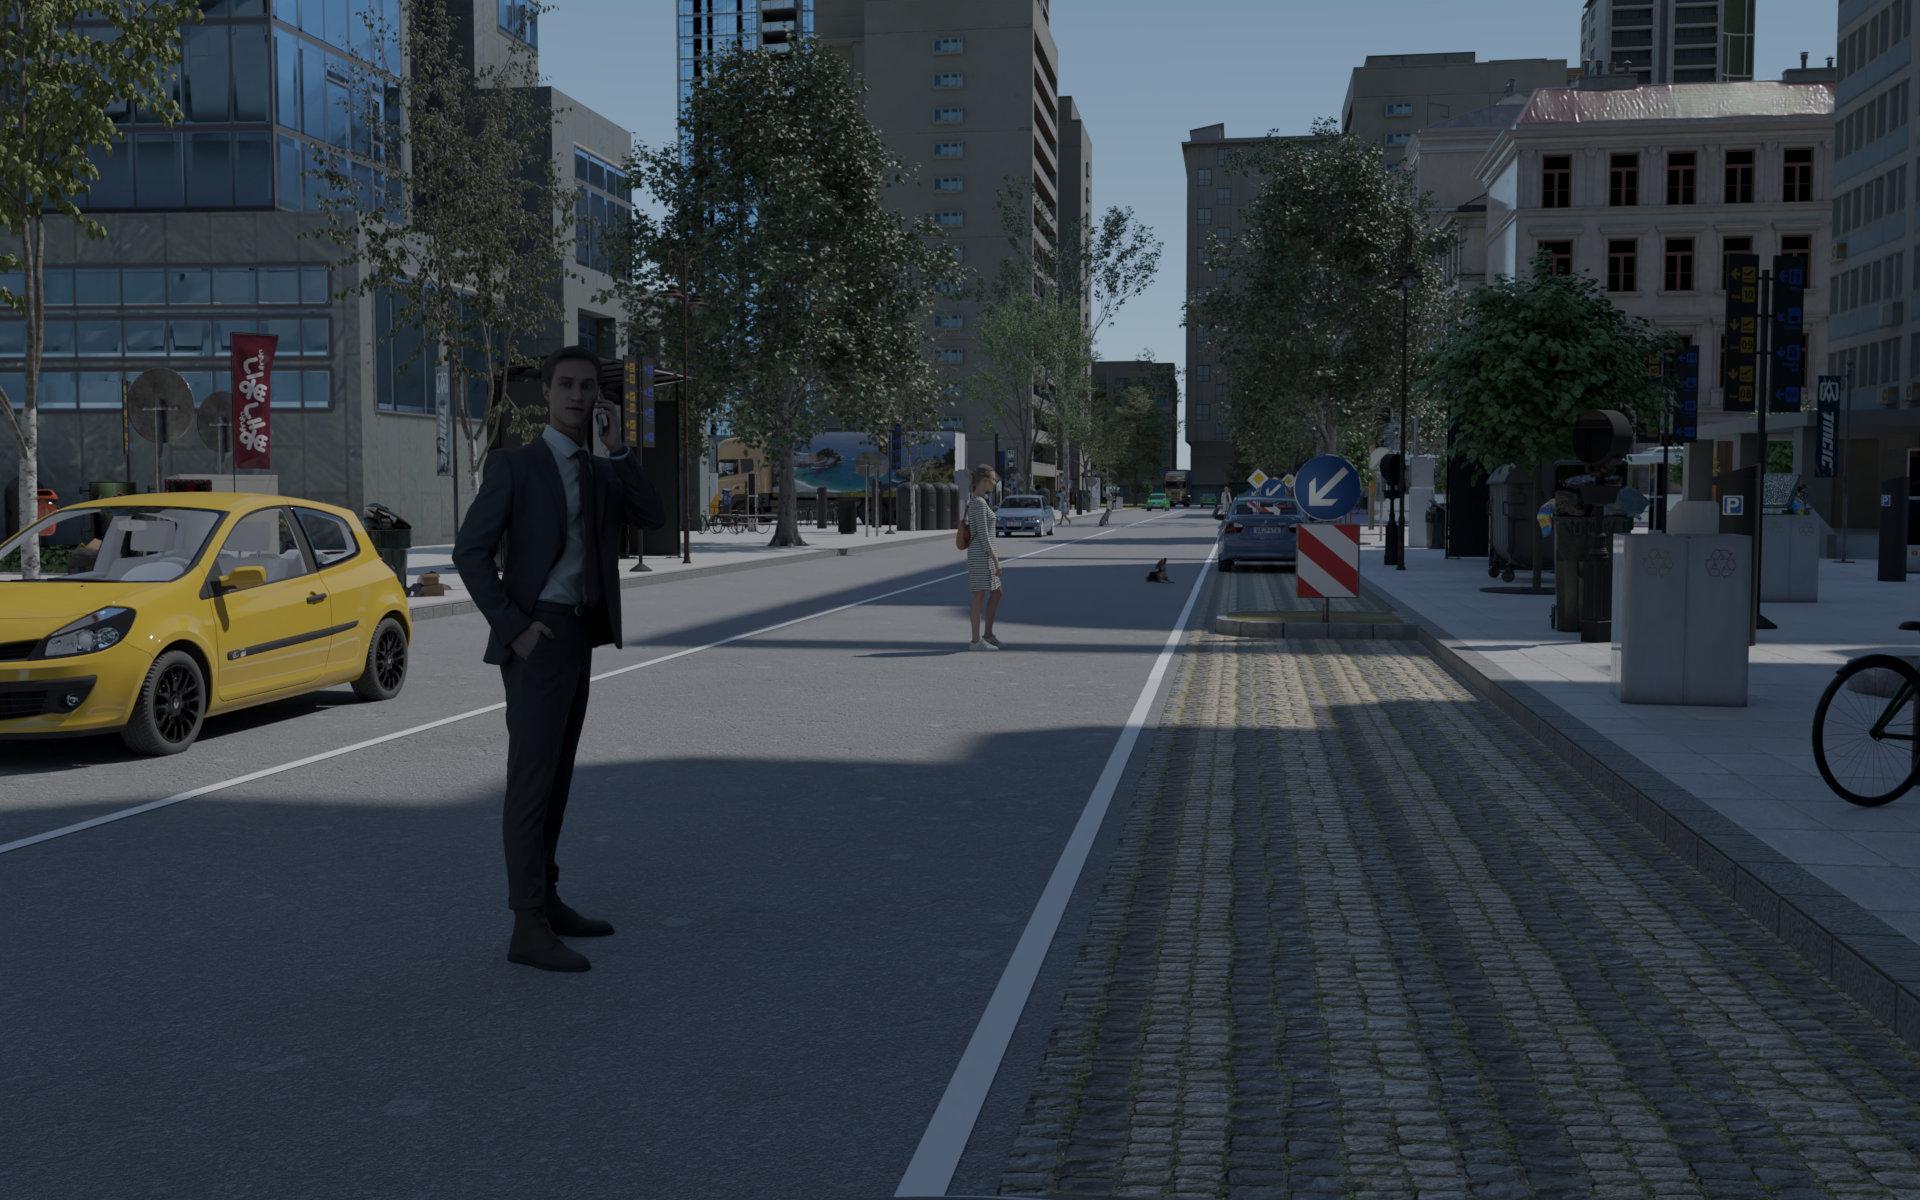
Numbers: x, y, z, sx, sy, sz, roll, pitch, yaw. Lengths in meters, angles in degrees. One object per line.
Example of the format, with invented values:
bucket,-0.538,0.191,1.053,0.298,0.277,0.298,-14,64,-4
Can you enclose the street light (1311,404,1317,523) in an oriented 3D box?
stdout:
street light,13.493,-5.705,66.067,0.468,5.910,1.993,1,4,9

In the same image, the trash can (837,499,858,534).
trash can,-3.612,-2.684,55.541,0.748,1.137,0.748,0,3,0

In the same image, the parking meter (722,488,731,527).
parking meter,-9.158,-3.643,67.974,0.372,1.533,0.369,0,3,0

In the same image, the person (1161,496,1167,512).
person,16.490,-7.780,139.950,0.590,1.304,0.306,-3,4,-36

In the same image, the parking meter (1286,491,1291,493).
parking meter,23.776,-7.162,125.510,0.372,1.533,0.369,0,3,0

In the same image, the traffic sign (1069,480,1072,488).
traffic sign,7.972,-7.697,127.974,0.606,2.300,0.079,1,4,10

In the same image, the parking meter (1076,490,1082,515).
parking meter,7.306,-5.968,105.989,0.372,1.533,0.369,0,3,0

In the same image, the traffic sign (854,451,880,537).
traffic sign,-2.772,-3.146,51.539,0.768,2.556,0.104,1,4,10

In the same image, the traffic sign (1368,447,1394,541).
traffic sign,11.442,-2.869,47.011,0.768,2.556,0.104,1,4,14

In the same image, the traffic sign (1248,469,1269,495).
traffic sign,11.578,-3.889,67.222,0.795,2.450,0.064,1,4,9

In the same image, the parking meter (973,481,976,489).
parking meter,0.793,-4.326,76.438,0.399,1.863,0.255,-3,5,-42

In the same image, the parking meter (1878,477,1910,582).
parking meter,13.715,-1.042,25.443,0.372,1.533,0.369,0,3,0

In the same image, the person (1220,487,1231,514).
person,15.317,-5.604,100.004,0.514,1.842,0.818,-3,5,-43

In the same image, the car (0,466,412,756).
car,-4.973,-0.035,10.790,2.015,1.641,3.980,0,4,8

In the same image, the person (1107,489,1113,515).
person,10.346,-6.747,119.366,0.362,1.759,0.519,2,4,26

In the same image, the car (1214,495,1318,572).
car,5.825,-1.280,32.933,2.014,1.417,4.499,1,4,10

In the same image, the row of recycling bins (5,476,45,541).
row of recycling bins,-22.344,-1.926,38.595,3.534,1.692,1.069,-2,4,-24

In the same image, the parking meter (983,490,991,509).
parking meter,1.111,-3.749,69.703,0.372,1.533,0.369,0,3,0

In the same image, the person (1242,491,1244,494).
person,31.296,-11.131,191.206,0.721,1.735,1.217,2,4,25

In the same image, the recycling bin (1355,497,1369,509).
recycling bin,34.191,-8.223,146.992,0.722,1.027,0.722,-2,4,-25

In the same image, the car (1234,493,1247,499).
car,27.437,-9.677,167.022,1.959,1.807,4.718,1,4,9

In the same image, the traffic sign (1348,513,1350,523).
traffic sign,10.650,-2.830,47.450,0.795,2.450,0.064,1,4,10

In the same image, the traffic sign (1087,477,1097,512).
traffic sign,9.538,-7.696,125.932,0.768,2.556,0.104,1,4,17

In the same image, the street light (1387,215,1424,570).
street light,7.441,-3.441,29.050,0.468,5.910,1.993,1,4,9

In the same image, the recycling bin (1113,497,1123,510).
recycling bin,12.990,-7.999,143.339,0.722,1.027,0.722,-1,4,-18

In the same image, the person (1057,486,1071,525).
person,4.850,-4.388,80.344,0.778,1.811,0.616,2,4,35

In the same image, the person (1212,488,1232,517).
person,16.634,-6.163,109.474,1.509,1.804,0.699,-1,4,-15

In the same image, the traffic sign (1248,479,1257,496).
traffic sign,12.850,-4.371,75.105,0.795,2.450,0.064,1,4,9

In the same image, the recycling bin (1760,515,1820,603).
recycling bin,9.806,-0.505,20.806,0.722,1.027,0.722,0,4,1

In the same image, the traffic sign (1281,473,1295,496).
traffic sign,18.303,-5.836,96.604,0.795,2.450,0.064,1,4,18

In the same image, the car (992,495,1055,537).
car,2.161,-2.862,58.802,2.014,1.417,4.499,1,4,11

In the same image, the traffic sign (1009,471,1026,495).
traffic sign,2.542,-4.474,76.784,0.795,2.450,0.064,1,4,9

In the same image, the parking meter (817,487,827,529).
parking meter,-5.116,-3.409,64.141,0.372,1.533,0.369,0,3,0

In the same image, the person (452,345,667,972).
person,-1.238,0.145,5.490,0.474,1.900,0.648,1,4,21

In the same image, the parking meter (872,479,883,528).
parking meter,-3.153,-3.683,65.935,0.399,1.863,0.255,-1,4,-13

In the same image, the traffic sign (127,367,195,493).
traffic sign,-8.051,-1.060,17.435,0.768,2.556,0.104,1,4,12

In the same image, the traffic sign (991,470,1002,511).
traffic sign,1.270,-3.991,68.901,0.795,2.450,0.064,1,4,9

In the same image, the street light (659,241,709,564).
street light,-5.047,-3.611,31.825,0.468,5.910,1.993,1,4,9

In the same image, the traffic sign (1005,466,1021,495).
traffic sign,2.390,-4.842,79.276,0.768,2.556,0.104,1,4,17

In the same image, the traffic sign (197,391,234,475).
traffic sign,-9.115,-1.303,21.411,0.768,2.556,0.104,1,4,16

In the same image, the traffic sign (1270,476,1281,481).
traffic sign,21.828,-7.336,120.056,0.768,2.556,0.104,1,4,10

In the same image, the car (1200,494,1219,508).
car,26.254,-10.618,182.407,1.959,1.807,4.718,1,4,9

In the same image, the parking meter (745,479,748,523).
parking meter,-8.206,-3.765,67.268,0.255,1.863,0.399,0,3,0

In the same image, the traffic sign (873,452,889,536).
traffic sign,-2.516,-3.202,52.466,0.768,2.556,0.104,1,4,13

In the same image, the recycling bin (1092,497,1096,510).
recycling bin,10.417,-7.713,138.654,0.722,1.027,0.722,-1,4,-18

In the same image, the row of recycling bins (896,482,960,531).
row of recycling bins,-1.064,-3.337,61.673,1.069,1.692,3.534,2,4,31

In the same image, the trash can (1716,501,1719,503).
trash can,15.859,-1.455,35.436,0.748,1.137,0.748,0,3,0

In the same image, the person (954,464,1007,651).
person,0.204,-0.386,15.807,0.522,1.701,0.512,0,4,-7

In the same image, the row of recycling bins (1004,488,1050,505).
row of recycling bins,4.317,-6.619,115.331,3.534,1.692,1.069,-1,4,-20

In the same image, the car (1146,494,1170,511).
car,16.647,-8.362,145.509,1.959,1.807,4.718,1,4,10

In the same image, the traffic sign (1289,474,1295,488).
traffic sign,19.106,-6.044,99.999,0.795,2.450,0.064,1,4,16

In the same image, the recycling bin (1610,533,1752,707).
recycling bin,4.483,0.107,10.809,0.722,1.027,0.722,1,4,15

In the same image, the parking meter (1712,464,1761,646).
parking meter,6.575,-0.385,14.713,0.372,1.533,0.369,0,3,0
